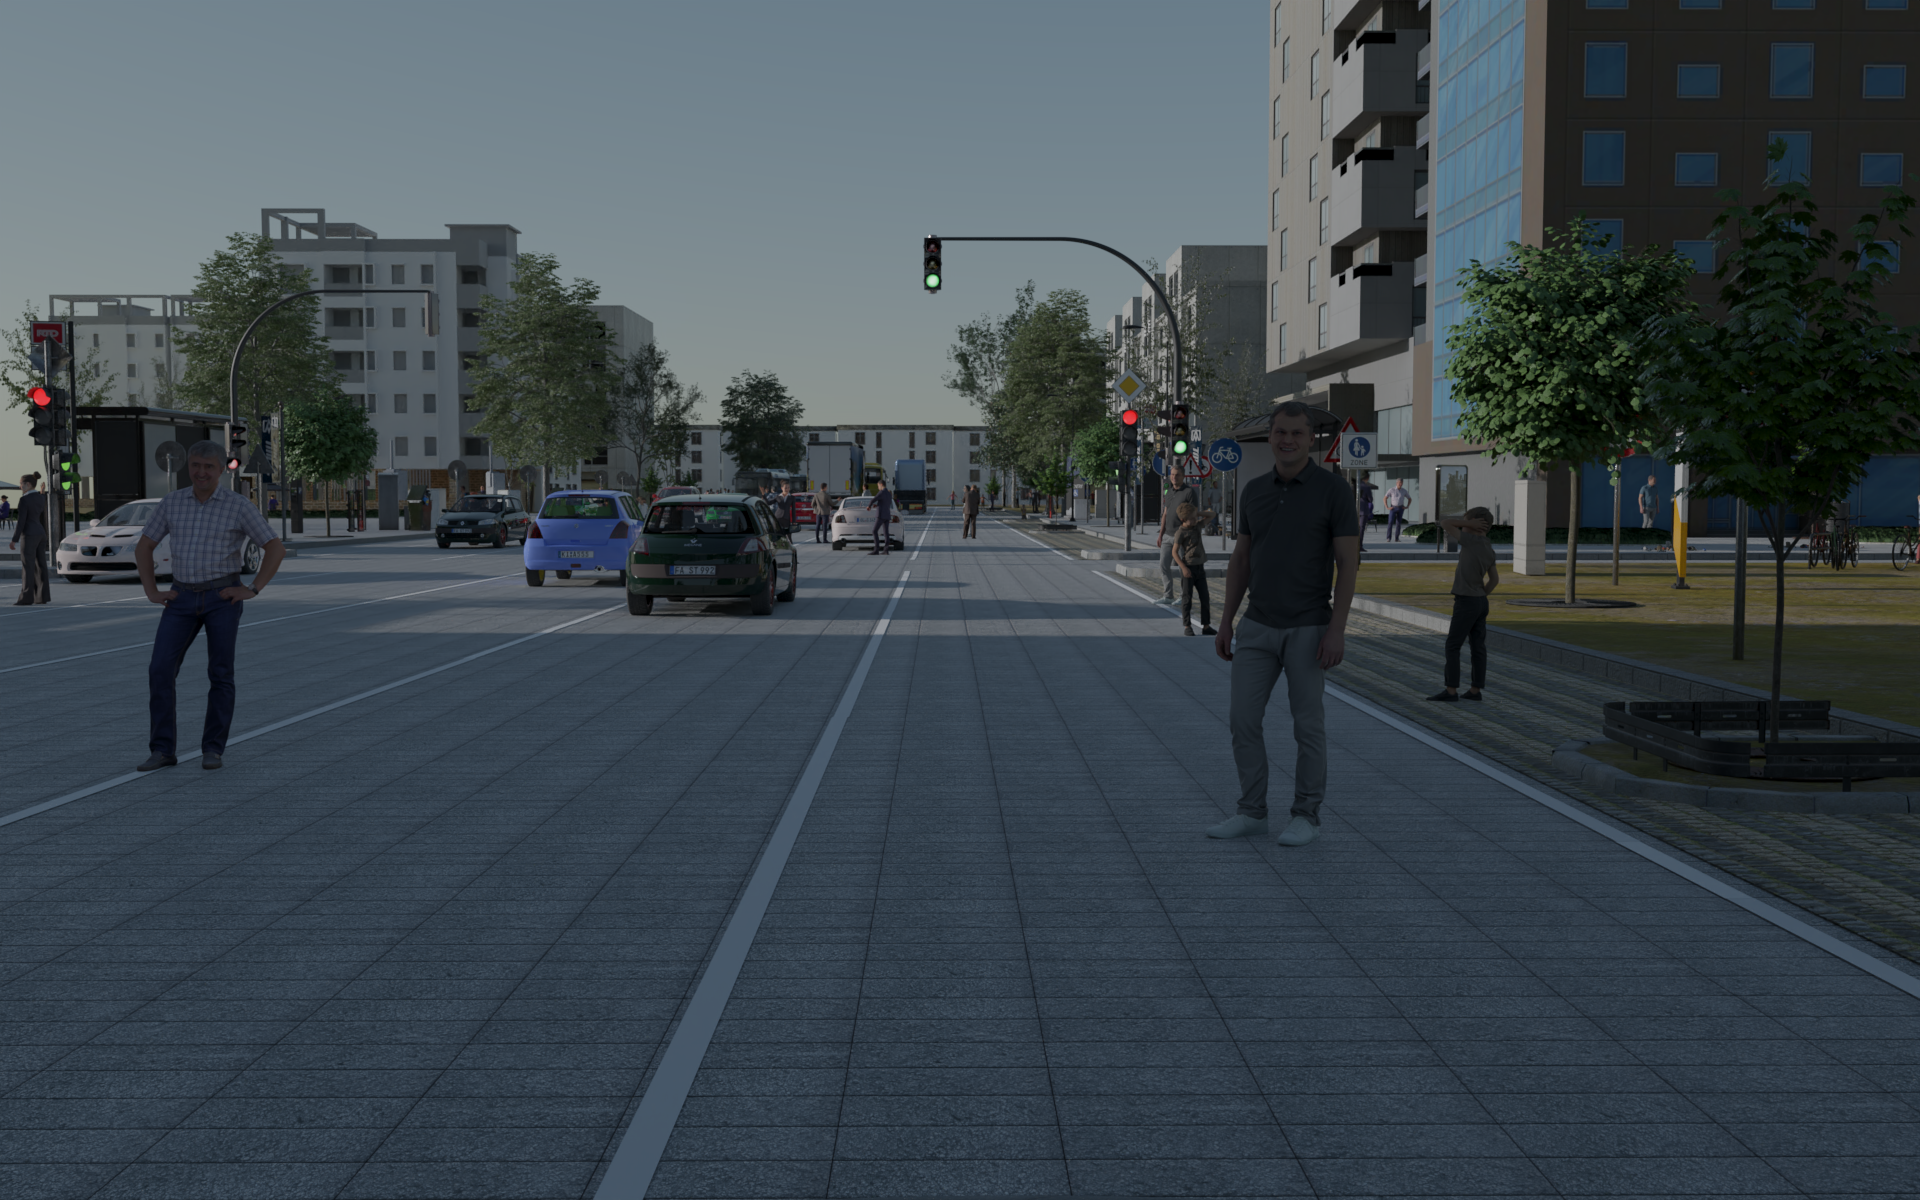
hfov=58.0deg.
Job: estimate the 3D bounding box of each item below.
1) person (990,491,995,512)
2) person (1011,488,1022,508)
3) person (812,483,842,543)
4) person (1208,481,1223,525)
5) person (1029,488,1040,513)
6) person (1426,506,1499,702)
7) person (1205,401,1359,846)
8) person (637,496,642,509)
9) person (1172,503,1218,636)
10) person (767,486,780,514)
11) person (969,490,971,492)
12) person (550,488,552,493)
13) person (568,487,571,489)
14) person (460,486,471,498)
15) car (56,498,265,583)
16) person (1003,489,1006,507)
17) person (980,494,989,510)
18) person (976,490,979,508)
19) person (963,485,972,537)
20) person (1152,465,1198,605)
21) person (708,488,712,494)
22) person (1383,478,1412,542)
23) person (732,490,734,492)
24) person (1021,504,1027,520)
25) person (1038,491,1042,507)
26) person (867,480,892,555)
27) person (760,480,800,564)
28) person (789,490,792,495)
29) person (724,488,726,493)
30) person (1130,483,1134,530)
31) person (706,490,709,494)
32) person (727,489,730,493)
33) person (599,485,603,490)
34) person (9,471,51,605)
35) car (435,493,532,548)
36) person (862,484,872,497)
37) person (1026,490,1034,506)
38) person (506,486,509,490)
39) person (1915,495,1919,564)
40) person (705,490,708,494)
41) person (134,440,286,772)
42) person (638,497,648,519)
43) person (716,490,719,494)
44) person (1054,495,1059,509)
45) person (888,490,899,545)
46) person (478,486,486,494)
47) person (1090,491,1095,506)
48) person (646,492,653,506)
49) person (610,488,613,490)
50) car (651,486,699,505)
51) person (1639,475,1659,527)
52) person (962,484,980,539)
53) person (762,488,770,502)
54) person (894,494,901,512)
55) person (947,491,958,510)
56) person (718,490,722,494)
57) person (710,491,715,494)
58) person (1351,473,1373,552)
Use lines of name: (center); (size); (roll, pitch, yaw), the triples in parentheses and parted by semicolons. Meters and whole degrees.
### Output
person: (2.592, -7.852, 137.803); (0.530, 1.710, 0.541); (1, 4, 16)
person: (5.238, -9.354, 158.971); (1.348, 1.826, 0.705); (-3, 5, -44)
person: (-3.872, -2.530, 50.397); (0.617, 1.759, 0.750); (3, 5, 41)
person: (10.417, -3.947, 70.717); (0.875, 1.805, 0.789); (-1, 4, -16)
person: (5.090, -6.817, 118.310); (0.742, 1.727, 0.445); (-3, 5, -44)
person: (3.474, 0.028, 11.955); (0.340, 1.345, 0.435); (3, 5, 43)
person: (1.318, 0.091, 7.143); (0.434, 1.807, 0.598); (-3, 5, -39)
person: (-13.358, -3.655, 72.175); (0.340, 1.345, 0.435); (0, 4, 0)
person: (2.404, -0.313, 17.533); (0.435, 1.345, 0.340); (-3, 4, -38)
person: (-6.756, -3.318, 63.480); (0.841, 1.734, 0.376); (-2, 4, -29)
person: (0.742, -7.049, 123.754); (1.348, 1.823, 0.705); (2, 4, 29)
person: (-28.676, -6.996, 121.352); (0.541, 1.710, 0.530); (2, 4, 29)
person: (-24.345, -6.197, 108.307); (0.756, 1.711, 0.436); (1, 4, 16)
person: (-18.721, -3.511, 65.310); (0.662, 1.594, 0.647); (0, 4, -5)
car: (-13.528, -1.053, 29.571); (2.083, 1.381, 4.827); (0, 4, 0)
person: (4.589, -10.475, 177.441); (0.705, 1.807, 1.348); (-1, 4, -14)
person: (2.028, -8.670, 153.508); (1.065, 1.426, 0.557); (0, 4, 7)
person: (1.683, -9.960, 171.306); (0.705, 1.831, 1.348); (-1, 4, -8)
person: (0.292, -2.975, 57.862); (0.376, 1.734, 0.841); (-1, 4, -8)
person: (2.775, -0.840, 22.363); (0.434, 1.807, 0.598); (-2, 4, -28)
person: (-19.856, -8.068, 138.740); (0.721, 1.735, 1.217); (3, 5, 40)
person: (11.725, -2.410, 46.383); (0.756, 1.711, 0.436); (1, 4, 9)
person: (-24.733, -11.097, 188.395); (0.530, 1.710, 0.541); (-1, 4, -12)
person: (3.536, -4.864, 95.943); (0.347, 0.859, 0.695); (0, 4, 2)
person: (8.064, -10.257, 174.458); (0.721, 1.735, 1.217); (1, 4, 18)
person: (-1.934, -1.946, 40.760); (0.568, 1.767, 0.683); (2, 4, 28)
person: (-3.698, -1.597, 35.413); (0.742, 1.727, 0.445); (-2, 4, -35)
person: (-10.687, -6.077, 108.576); (0.376, 1.734, 0.841); (-2, 4, -27)
person: (-21.152, -9.186, 156.216); (0.705, 1.826, 1.348); (-1, 4, -11)
person: (6.166, -3.419, 62.673); (0.376, 1.734, 0.841); (1, 4, 11)
person: (-27.269, -11.089, 188.059); (1.217, 1.736, 0.721); (1, 4, 23)
person: (-21.123, -9.298, 158.786); (0.721, 1.735, 1.217); (2, 4, 29)
person: (-19.830, -5.492, 96.281); (0.568, 1.767, 0.683); (2, 4, 29)
person: (-12.091, -0.809, 22.525); (0.445, 1.727, 0.742); (-2, 4, -24)
car: (-12.882, -2.272, 46.940); (2.009, 1.686, 4.222); (0, 4, 1)
person: (-3.526, -3.392, 64.102); (0.789, 1.805, 0.875); (2, 4, 29)
person: (7.590, -10.881, 184.659); (1.217, 1.736, 0.721); (0, 4, -3)
person: (-27.722, -6.127, 106.347); (0.598, 1.807, 0.434); (0, 4, 2)
person: (17.658, -1.327, 31.641); (0.340, 1.345, 0.435); (-3, 5, -41)
person: (-27.779, -11.197, 190.049); (0.436, 1.711, 0.756); (1, 4, 19)
person: (-3.959, 0.024, 9.047); (0.756, 1.711, 0.436); (0, 4, 2)
person: (-9.196, -2.305, 50.095); (0.340, 1.345, 0.435); (-1, 4, -20)
person: (-24.959, -10.556, 179.350); (0.721, 1.743, 1.217); (-1, 4, -16)
person: (8.152, -8.569, 146.664); (0.721, 1.766, 1.217); (1, 4, 17)
person: (-1.930, -2.307, 48.487); (0.482, 1.546, 0.388); (2, 4, 26)
person: (-28.227, -5.866, 102.506); (0.990, 1.755, 0.434); (-1, 4, -16)
person: (14.975, -11.417, 195.134); (1.348, 1.831, 0.705); (-1, 4, -18)
person: (-30.250, -10.022, 169.911); (1.348, 1.823, 0.705); (-3, 4, -38)
person: (-26.539, -7.655, 131.921); (1.217, 1.743, 0.721); (-1, 4, -9)
car: (-13.900, -4.696, 85.453); (2.281, 1.827, 5.304); (0, 4, 1)
person: (19.413, -2.604, 48.740); (0.598, 1.807, 0.434); (0, 4, -5)
person: (0.349, -2.839, 55.603); (0.565, 1.739, 0.600); (-2, 4, -24)
person: (-11.383, -5.699, 101.802); (0.598, 1.807, 0.434); (1, 4, 13)
person: (-2.769, -3.883, 75.221); (0.726, 1.435, 0.776); (1, 4, 12)
person: (-0.677, -8.887, 154.518); (1.217, 1.743, 0.721); (-2, 4, -35)
person: (-22.578, -9.557, 163.221); (0.541, 1.710, 0.530); (-3, 4, -36)
person: (-11.763, -4.364, 82.058); (0.471, 1.553, 0.569); (3, 5, 43)
person: (8.922, -1.959, 38.524); (0.683, 1.767, 0.568); (3, 5, 40)
